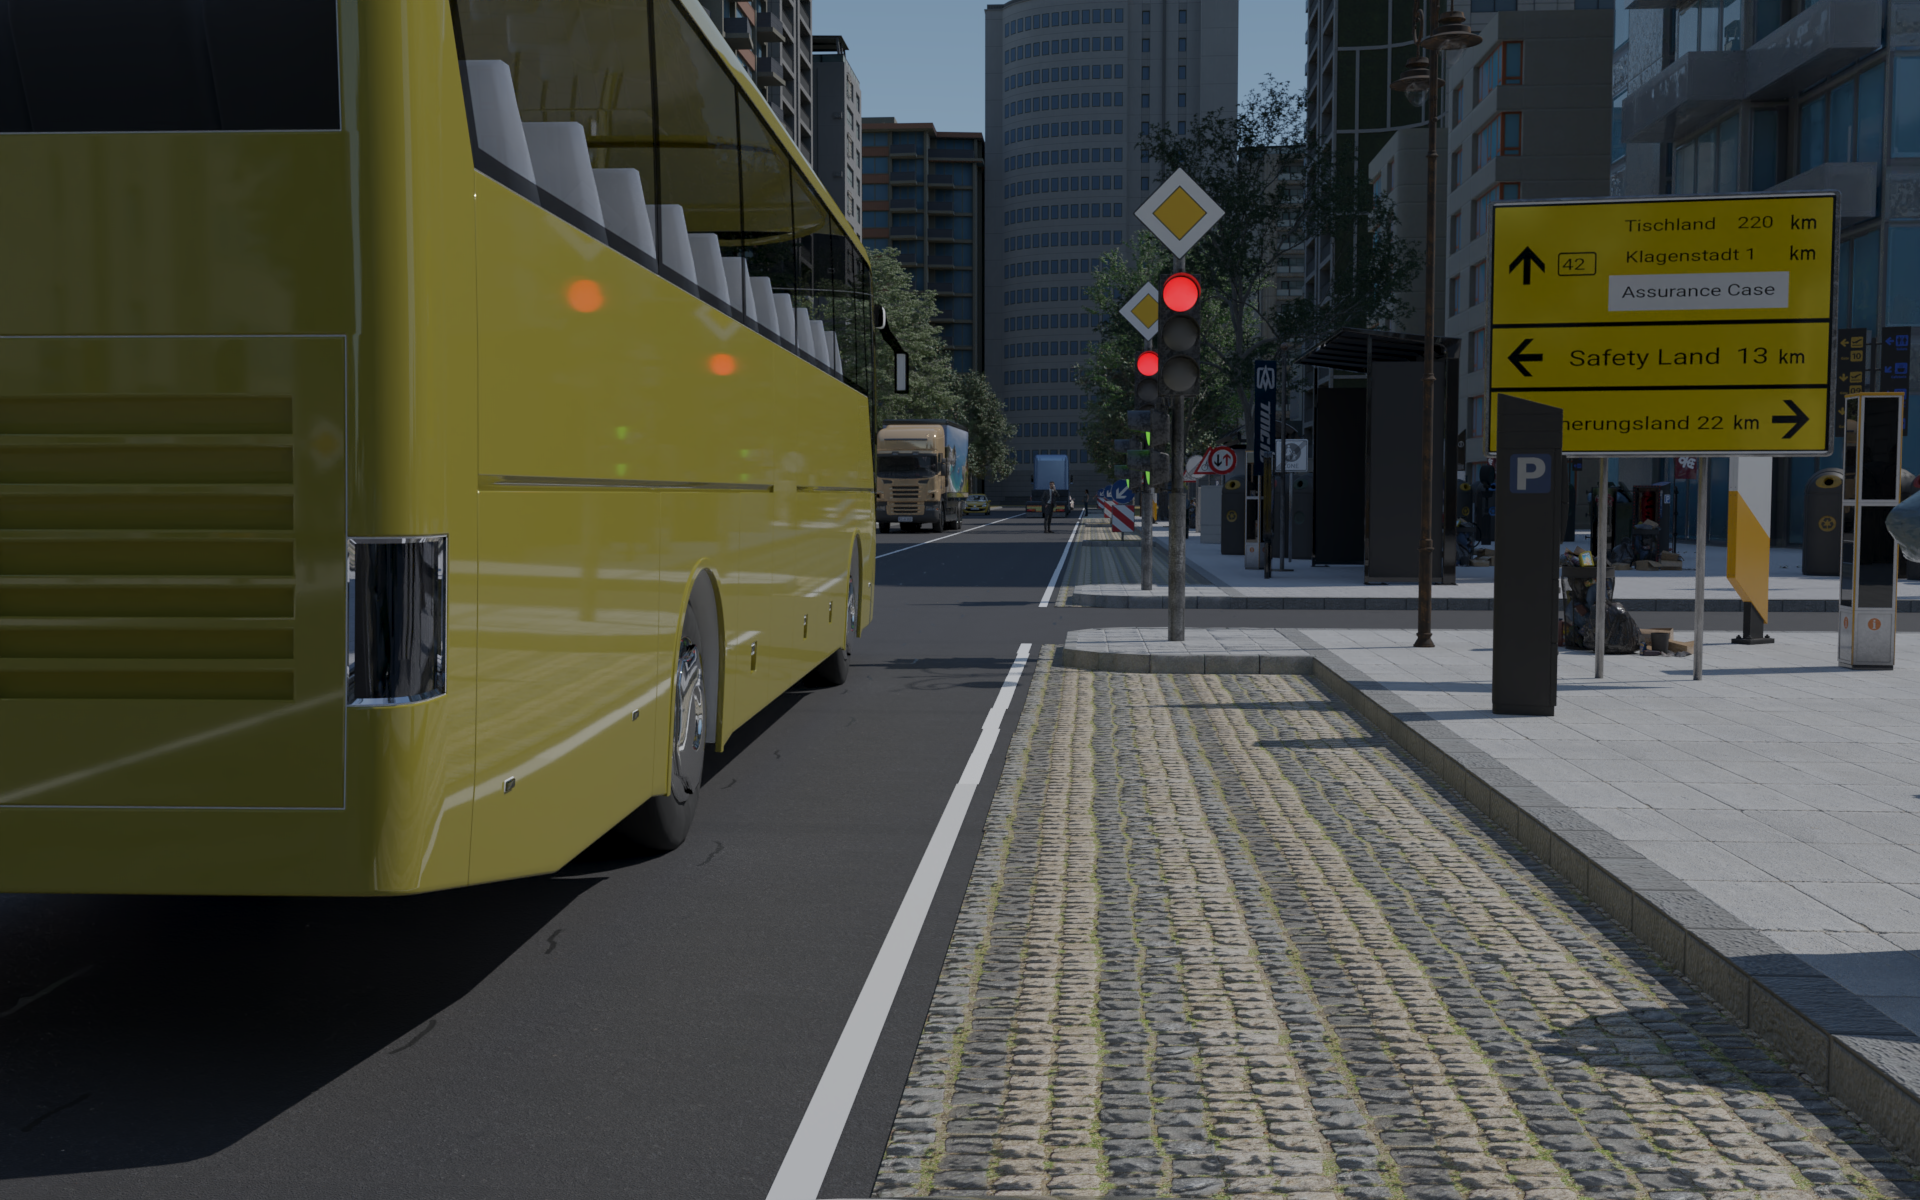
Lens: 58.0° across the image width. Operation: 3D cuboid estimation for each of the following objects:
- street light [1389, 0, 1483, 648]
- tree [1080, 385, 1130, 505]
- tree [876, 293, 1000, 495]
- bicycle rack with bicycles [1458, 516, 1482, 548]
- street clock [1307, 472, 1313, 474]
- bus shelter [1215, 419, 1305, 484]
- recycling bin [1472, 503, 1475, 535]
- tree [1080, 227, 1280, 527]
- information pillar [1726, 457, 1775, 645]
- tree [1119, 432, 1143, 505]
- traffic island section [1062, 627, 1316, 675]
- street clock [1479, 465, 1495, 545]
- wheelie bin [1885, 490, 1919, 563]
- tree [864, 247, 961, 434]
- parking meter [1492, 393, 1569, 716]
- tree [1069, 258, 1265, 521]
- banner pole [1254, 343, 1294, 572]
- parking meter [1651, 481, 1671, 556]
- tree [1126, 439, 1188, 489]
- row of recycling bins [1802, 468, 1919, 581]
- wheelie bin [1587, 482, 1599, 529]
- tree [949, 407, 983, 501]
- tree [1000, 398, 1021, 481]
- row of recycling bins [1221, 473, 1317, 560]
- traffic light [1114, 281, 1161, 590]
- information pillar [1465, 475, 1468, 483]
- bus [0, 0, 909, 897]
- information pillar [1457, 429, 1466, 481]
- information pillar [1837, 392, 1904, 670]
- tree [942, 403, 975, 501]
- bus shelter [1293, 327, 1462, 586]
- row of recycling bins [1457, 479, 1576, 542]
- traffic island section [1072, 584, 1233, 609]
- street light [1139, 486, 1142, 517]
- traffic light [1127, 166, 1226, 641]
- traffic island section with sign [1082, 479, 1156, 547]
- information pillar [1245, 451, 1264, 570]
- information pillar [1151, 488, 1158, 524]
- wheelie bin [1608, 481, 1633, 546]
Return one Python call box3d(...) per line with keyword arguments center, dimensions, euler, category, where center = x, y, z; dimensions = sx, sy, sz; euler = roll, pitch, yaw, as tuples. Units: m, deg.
box3d(center=(3.897, -2.543, 14.363), dimensions=(0.468, 5.910, 1.993), euler=(0, 4, 4), category="street light")
box3d(center=(13.934, -13.879, 145.051), dimensions=(7.486, 12.596, 7.792), euler=(0, 3, 0), category="tree")
box3d(center=(-3.685, -11.037, 97.461), dimensions=(9.611, 12.733, 9.660), euler=(0, 3, 0), category="tree")
box3d(center=(10.769, -1.673, 40.732), dimensions=(2.925, 0.926, 2.852), euler=(0, 4, 6), category="bicycle rack with bicycles")
box3d(center=(11.457, -3.167, 56.353), dimensions=(0.471, 2.002, 0.358), euler=(1, 4, 16), category="street clock")
box3d(center=(8.451, -3.384, 49.249), dimensions=(2.014, 3.302, 5.546), euler=(0, 4, 4), category="bus shelter")
box3d(center=(14.118, -2.243, 49.223), dimensions=(0.722, 1.027, 0.722), euler=(-1, 4, -17), category="recycling bin")
box3d(center=(8.381, -8.607, 66.481), dimensions=(9.928, 11.665, 9.643), euler=(0, 3, 0), category="tree")
box3d(center=(6.738, -1.429, 14.719), dimensions=(0.504, 3.616, 0.183), euler=(-2, 4, -32), category="information pillar")
box3d(center=(15.638, -12.645, 157.100), dimensions=(4.360, 8.622, 3.978), euler=(0, 3, 0), category="tree")
box3d(center=(1.912, 0.436, 15.145), dimensions=(2.009, 0.180, 2.903), euler=(0, 4, 4), category="traffic island section")
box3d(center=(13.253, -2.385, 43.572), dimensions=(0.358, 2.002, 0.471), euler=(3, 5, 40), category="street clock")
box3d(center=(2.979, 0.204, 4.573), dimensions=(0.980, 1.594, 0.693), euler=(1, 4, 22), category="wheelie bin")
box3d(center=(-3.857, -9.863, 79.392), dimensions=(7.486, 12.596, 7.792), euler=(0, 3, 0), category="tree")
box3d(center=(3.323, -0.268, 10.090), dimensions=(0.399, 1.863, 0.255), euler=(1, 4, 16), category="parking meter")
box3d(center=(9.843, -10.163, 83.177), dimensions=(9.611, 12.733, 9.660), euler=(0, 3, 0), category="tree")
box3d(center=(5.161, -2.360, 28.611), dimensions=(0.863, 3.779, 0.401), euler=(-2, 4, -30), category="banner pole")
box3d(center=(13.551, -1.538, 33.554), dimensions=(0.372, 1.533, 0.369), euler=(0, 3, 0), category="parking meter")
box3d(center=(13.741, -10.926, 128.999), dimensions=(4.737, 8.622, 4.395), euler=(0, 3, 0), category="tree")
box3d(center=(14.354, -1.163, 26.130), dimensions=(1.069, 1.692, 3.534), euler=(-2, 4, -25), category="row of recycling bins")
box3d(center=(16.490, -2.228, 44.344), dimensions=(0.980, 1.594, 0.693), euler=(-2, 4, -33), category="wheelie bin")
box3d(center=(-0.295, -11.987, 146.351), dimensions=(4.737, 8.622, 4.395), euler=(0, 3, 0), category="tree")
box3d(center=(0.895, -14.693, 157.240), dimensions=(9.611, 12.733, 9.660), euler=(0, 3, 0), category="tree")
box3d(center=(6.478, -1.732, 35.433), dimensions=(1.069, 1.692, 3.534), euler=(-1, 4, -21), category="row of recycling bins")
box3d(center=(2.471, -2.084, 22.996), dimensions=(0.839, 4.253, 0.868), euler=(0, 4, 4), category="traffic light")
box3d(center=(18.998, -3.730, 65.484), dimensions=(0.304, 2.012, 0.304), euler=(2, 4, 35), category="information pillar")
box3d(center=(-2.164, -1.117, 9.810), dimensions=(2.896, 3.916, 12.252), euler=(0, 4, 2), category="bus")
box3d(center=(17.945, -4.339, 62.290), dimensions=(0.504, 3.616, 0.183), euler=(3, 5, 39), category="information pillar")
box3d(center=(6.665, -0.501, 12.688), dimensions=(0.304, 2.012, 0.304), euler=(1, 4, 8), category="information pillar")
box3d(center=(-0.565, -11.220, 133.813), dimensions=(4.360, 8.622, 3.978), euler=(0, 3, 0), category="tree")
box3d(center=(6.465, -2.209, 27.396), dimensions=(1.731, 3.624, 6.357), euler=(0, 4, 4), category="bus shelter")
box3d(center=(14.863, -2.446, 47.098), dimensions=(3.534, 1.692, 1.069), euler=(1, 4, 8), category="row of recycling bins")
box3d(center=(2.510, -0.051, 23.107), dimensions=(2.009, 0.180, 2.903), euler=(0, 4, 4), category="traffic island section")
box3d(center=(10.165, -7.609, 97.197), dimensions=(0.468, 5.910, 1.993), euler=(0, 4, 4), category="street light")
box3d(center=(1.873, -1.597, 15.034), dimensions=(0.839, 4.253, 0.868), euler=(0, 4, 4), category="traffic light")
box3d(center=(4.360, -2.386, 47.637), dimensions=(1.989, 1.847, 2.006), euler=(0, 4, 4), category="traffic island section with sign")
box3d(center=(5.052, -1.526, 29.435), dimensions=(0.304, 2.012, 0.304), euler=(3, 5, 44), category="information pillar")
box3d(center=(8.293, -5.071, 74.258), dimensions=(0.183, 3.616, 0.504), euler=(-2, 4, -24), category="information pillar")
box3d(center=(16.246, -2.123, 42.619), dimensions=(0.693, 1.594, 0.980), euler=(2, 4, 26), category="wheelie bin")
